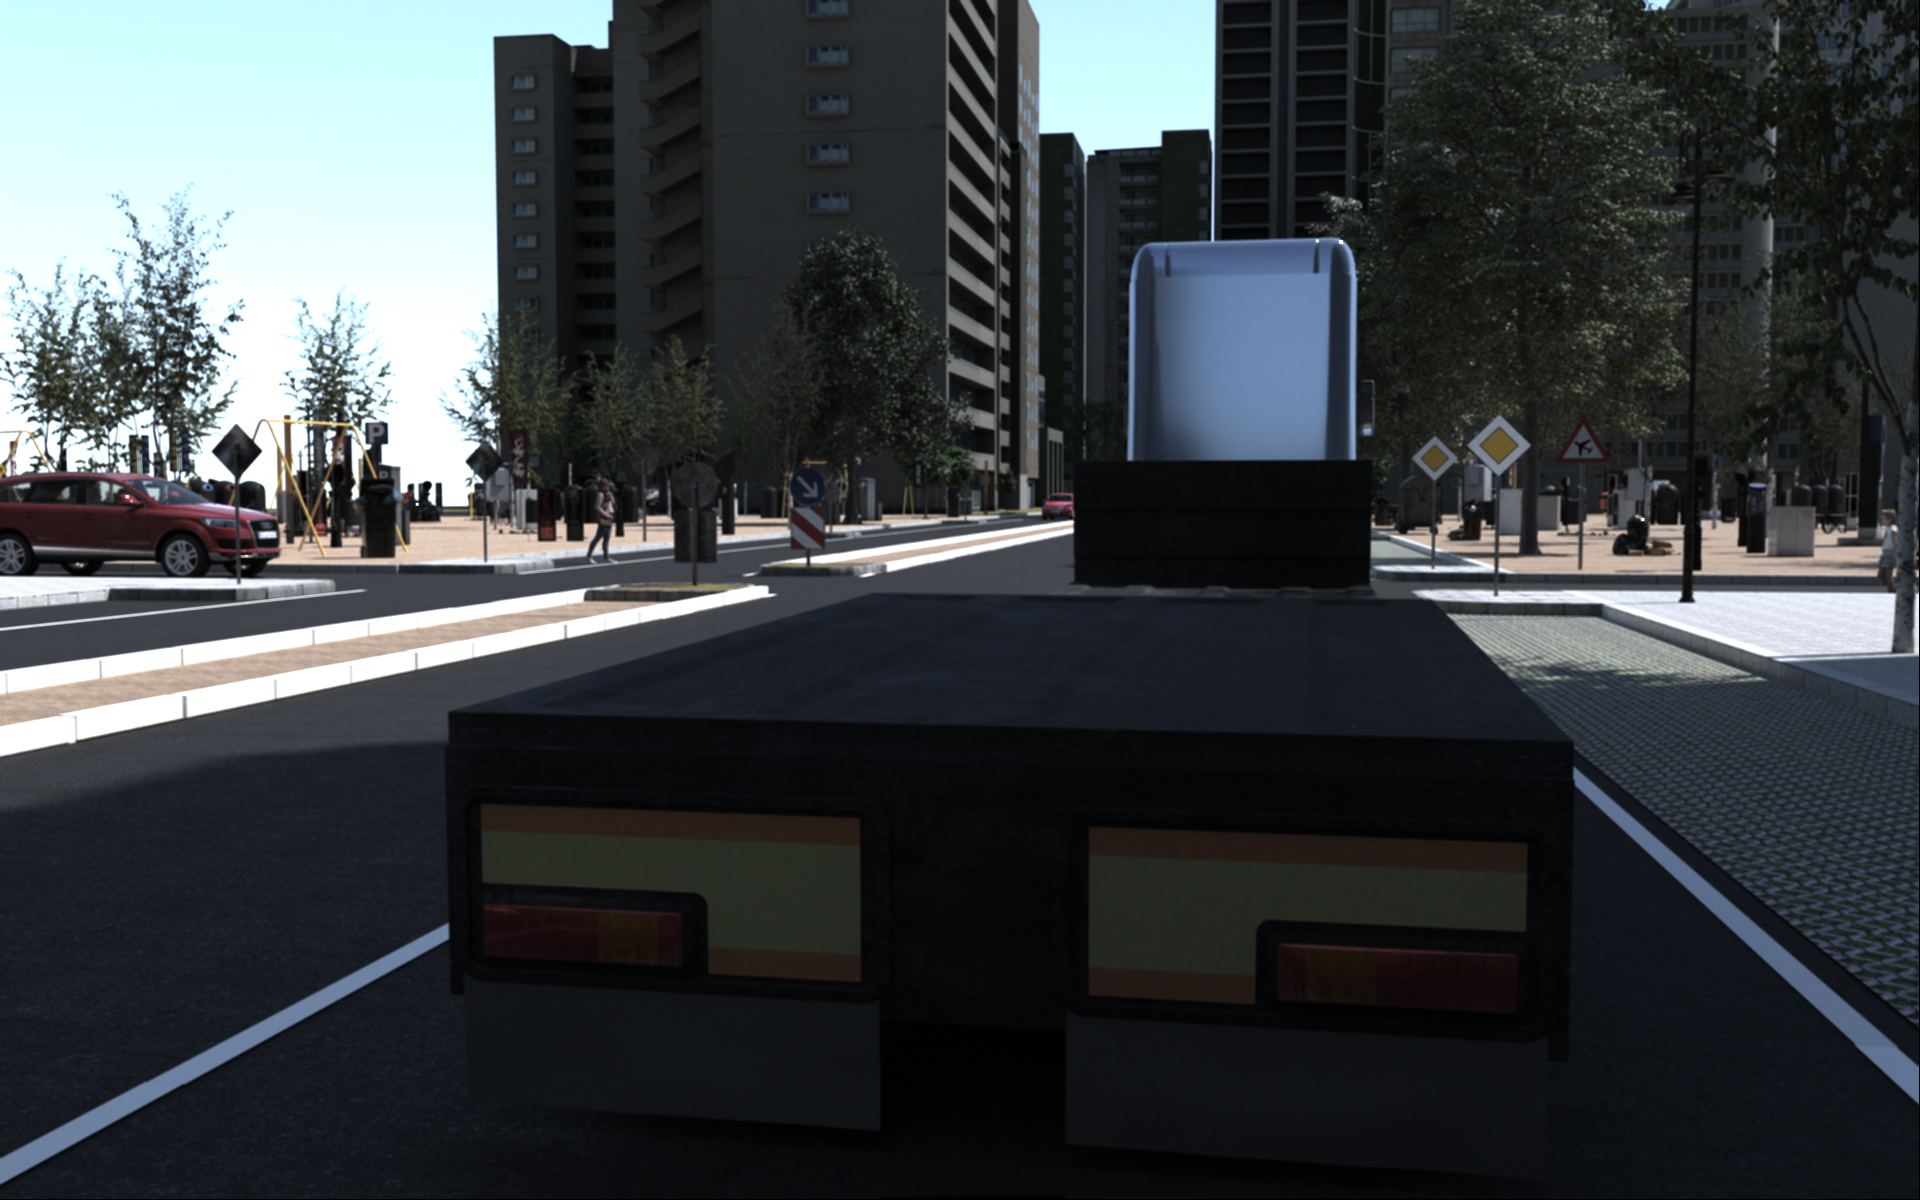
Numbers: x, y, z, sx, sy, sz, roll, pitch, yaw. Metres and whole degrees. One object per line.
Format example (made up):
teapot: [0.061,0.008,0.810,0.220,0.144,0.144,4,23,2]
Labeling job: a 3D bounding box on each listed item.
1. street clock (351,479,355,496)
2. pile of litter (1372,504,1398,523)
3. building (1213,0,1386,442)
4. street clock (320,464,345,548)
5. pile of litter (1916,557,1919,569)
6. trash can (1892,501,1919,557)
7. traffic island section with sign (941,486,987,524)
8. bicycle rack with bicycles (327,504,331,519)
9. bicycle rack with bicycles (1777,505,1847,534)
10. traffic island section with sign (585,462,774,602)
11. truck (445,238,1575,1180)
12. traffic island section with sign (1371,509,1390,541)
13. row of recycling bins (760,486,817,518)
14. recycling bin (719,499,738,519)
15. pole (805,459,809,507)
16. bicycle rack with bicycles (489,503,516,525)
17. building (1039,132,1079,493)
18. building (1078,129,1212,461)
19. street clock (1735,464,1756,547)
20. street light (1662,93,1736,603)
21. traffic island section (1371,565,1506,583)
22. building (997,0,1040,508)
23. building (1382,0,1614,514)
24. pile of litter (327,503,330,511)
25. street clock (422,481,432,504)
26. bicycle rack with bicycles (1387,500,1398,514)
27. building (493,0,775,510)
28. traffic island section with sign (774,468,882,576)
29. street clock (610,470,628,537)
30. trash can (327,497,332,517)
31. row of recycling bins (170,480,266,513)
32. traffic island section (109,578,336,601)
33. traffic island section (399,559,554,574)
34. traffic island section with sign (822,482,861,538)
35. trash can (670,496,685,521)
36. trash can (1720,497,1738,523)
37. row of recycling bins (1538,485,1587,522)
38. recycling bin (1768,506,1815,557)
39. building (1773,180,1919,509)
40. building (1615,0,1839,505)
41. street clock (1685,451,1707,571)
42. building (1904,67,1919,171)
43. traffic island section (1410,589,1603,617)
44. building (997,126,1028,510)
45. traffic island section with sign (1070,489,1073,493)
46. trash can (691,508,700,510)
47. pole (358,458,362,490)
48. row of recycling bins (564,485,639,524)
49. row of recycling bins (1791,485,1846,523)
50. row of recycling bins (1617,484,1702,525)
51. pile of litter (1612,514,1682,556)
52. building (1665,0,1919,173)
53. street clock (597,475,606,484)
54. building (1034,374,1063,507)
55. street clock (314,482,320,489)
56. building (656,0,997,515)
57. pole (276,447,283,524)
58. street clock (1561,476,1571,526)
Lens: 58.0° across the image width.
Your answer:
street clock: [-26.404,-4.301,74.898,0.358,2.002,0.471,2,4,32]
pile of litter: [19.237,-3.954,78.613,1.719,0.858,1.176,-2,4,-32]
building: [39.497,-46.405,196.971,20.611,71.187,20.563,1,4,10]
street clock: [-14.973,-2.260,41.521,0.358,2.002,0.471,1,4,15]
pile of litter: [16.641,-0.958,29.629,1.176,0.858,1.719,2,4,33]
trash can: [19.503,-1.459,35.504,0.748,1.137,0.748,0,3,0]
traffic island section with sign: [0.245,-4.593,83.731,1.989,1.847,2.006,1,4,10]
bicycle rack with bicycles: [-31.613,-4.747,90.998,2.925,0.926,2.852,2,4,32]
bicycle rack with bicycles: [27.894,-2.658,56.834,2.925,0.926,2.852,-1,4,-18]
traffic island section with sign: [-3.839,-0.958,23.802,2.006,1.907,1.989,1,4,10]
truck: [1.848,-1.406,12.746,2.967,4.110,18.799,1,4,11]
traffic island section with sign: [12.308,-2.766,53.846,1.989,1.847,2.006,1,4,10]
row of recycling bins: [-9.105,-5.233,92.672,3.534,1.692,1.069,-3,5,-43]
recycling bin: [-11.753,-4.605,87.852,0.722,1.027,0.722,1,4,22]
pole: [-7.748,-5.745,87.769,0.158,3.312,0.155,0,3,0]
bicycle rack with bicycles: [-18.374,-3.592,72.110,2.852,0.926,2.925,-1,4,-17]
building: [6.916,-31.584,199.993,14.086,41.232,14.154,1,4,10]
building: [21.611,-31.473,198.175,14.086,41.232,14.154,1,4,10]
street clock: [19.135,-2.304,42.237,0.358,2.002,0.471,-1,4,-15]
street light: [8.618,-2.909,20.348,0.468,5.910,1.993,1,4,10]
traffic island section: [8.105,-0.448,29.607,2.009,0.180,2.903,1,4,10]
building: [-0.851,-30.621,150.756,14.600,45.320,14.200,1,4,10]
building: [36.060,-26.609,118.657,14.154,41.232,14.086,1,4,10]
pile of litter: [-36.519,-5.315,100.860,1.719,0.858,1.176,-2,4,-30]
street clock: [-28.788,-5.449,93.668,0.471,2.002,0.358,0,4,1]
bicycle rack with bicycles: [25.356,-5.332,100.555,2.925,0.926,2.852,-1,4,-20]
building: [-32.548,-33.743,175.397,21.600,48.544,21.300,1,4,10]
traffic island section with sign: [-2.569,-1.404,31.100,2.006,1.907,1.989,1,4,10]
street clock: [-10.243,-2.906,52.090,0.471,2.002,0.358,-3,5,-41]
trash can: [-35.218,-5.208,96.807,0.748,1.137,0.748,0,3,0]
row of recycling bins: [-22.452,-2.748,52.044,1.069,1.692,3.534,2,4,27]
traffic island section: [-10.293,-0.146,24.674,2.009,0.180,2.903,1,4,10]
traffic island section: [-8.934,-0.628,32.543,2.009,0.180,2.903,1,4,10]
traffic island section with sign: [-4.337,-2.969,57.167,1.989,1.847,2.006,1,4,10]
trash can: [-13.717,-4.425,84.005,0.748,1.137,0.748,0,3,0]
trash can: [34.424,-4.033,77.593,0.748,1.137,0.748,0,3,0]
row of recycling bins: [27.956,-4.545,81.425,1.069,1.692,3.534,-2,4,-31]
recycling bin: [17.129,-1.415,35.686,0.722,1.027,0.722,1,4,10]
building: [81.488,-23.720,159.525,14.107,30.474,14.160,1,4,10]
building: [47.685,-27.162,135.972,32.217,40.220,23.993,1,4,10]
street clock: [12.347,-1.498,29.061,0.358,2.002,0.471,1,4,11]
building: [95.574,-29.002,157.780,14.086,41.232,14.154,1,4,10]
traffic island section: [6.746,0.033,21.738,2.009,0.180,2.903,1,4,10]
building: [-2.477,-22.343,137.002,14.160,30.474,14.107,1,4,10]
traffic island section with sign: [8.755,-7.611,133.061,1.989,1.847,2.006,1,4,10]
trash can: [-13.091,-4.498,85.188,0.748,1.137,0.748,0,3,0]
pole: [-33.904,-6.367,97.935,0.158,3.312,0.155,0,3,0]
row of recycling bins: [-15.680,-4.211,75.969,3.534,1.692,1.069,-3,5,-42]
row of recycling bins: [39.167,-4.359,78.379,3.534,1.692,1.069,-1,4,-20]
row of recycling bins: [29.290,-4.023,72.888,3.534,1.692,1.069,1,4,21]
pile of litter: [14.457,-1.370,36.369,1.719,0.858,1.176,-1,4,-15]
building: [92.459,-39.521,188.165,28.212,58.520,21.231,1,4,10]
street clock: [-13.853,-3.820,67.032,0.358,2.002,0.471,-2,4,-28]
building: [-6.522,-52.344,168.503,31.000,86.520,22.319,1,4,10]
street clock: [-34.036,-5.337,91.827,0.471,2.002,0.358,1,4,10]
building: [-9.555,-30.298,119.078,21.300,48.544,21.600,1,4,10]
pole: [-29.159,-4.919,74.264,0.158,3.312,0.155,0,3,0]
street clock: [24.587,-4.020,70.301,0.358,2.002,0.471,3,5,40]
